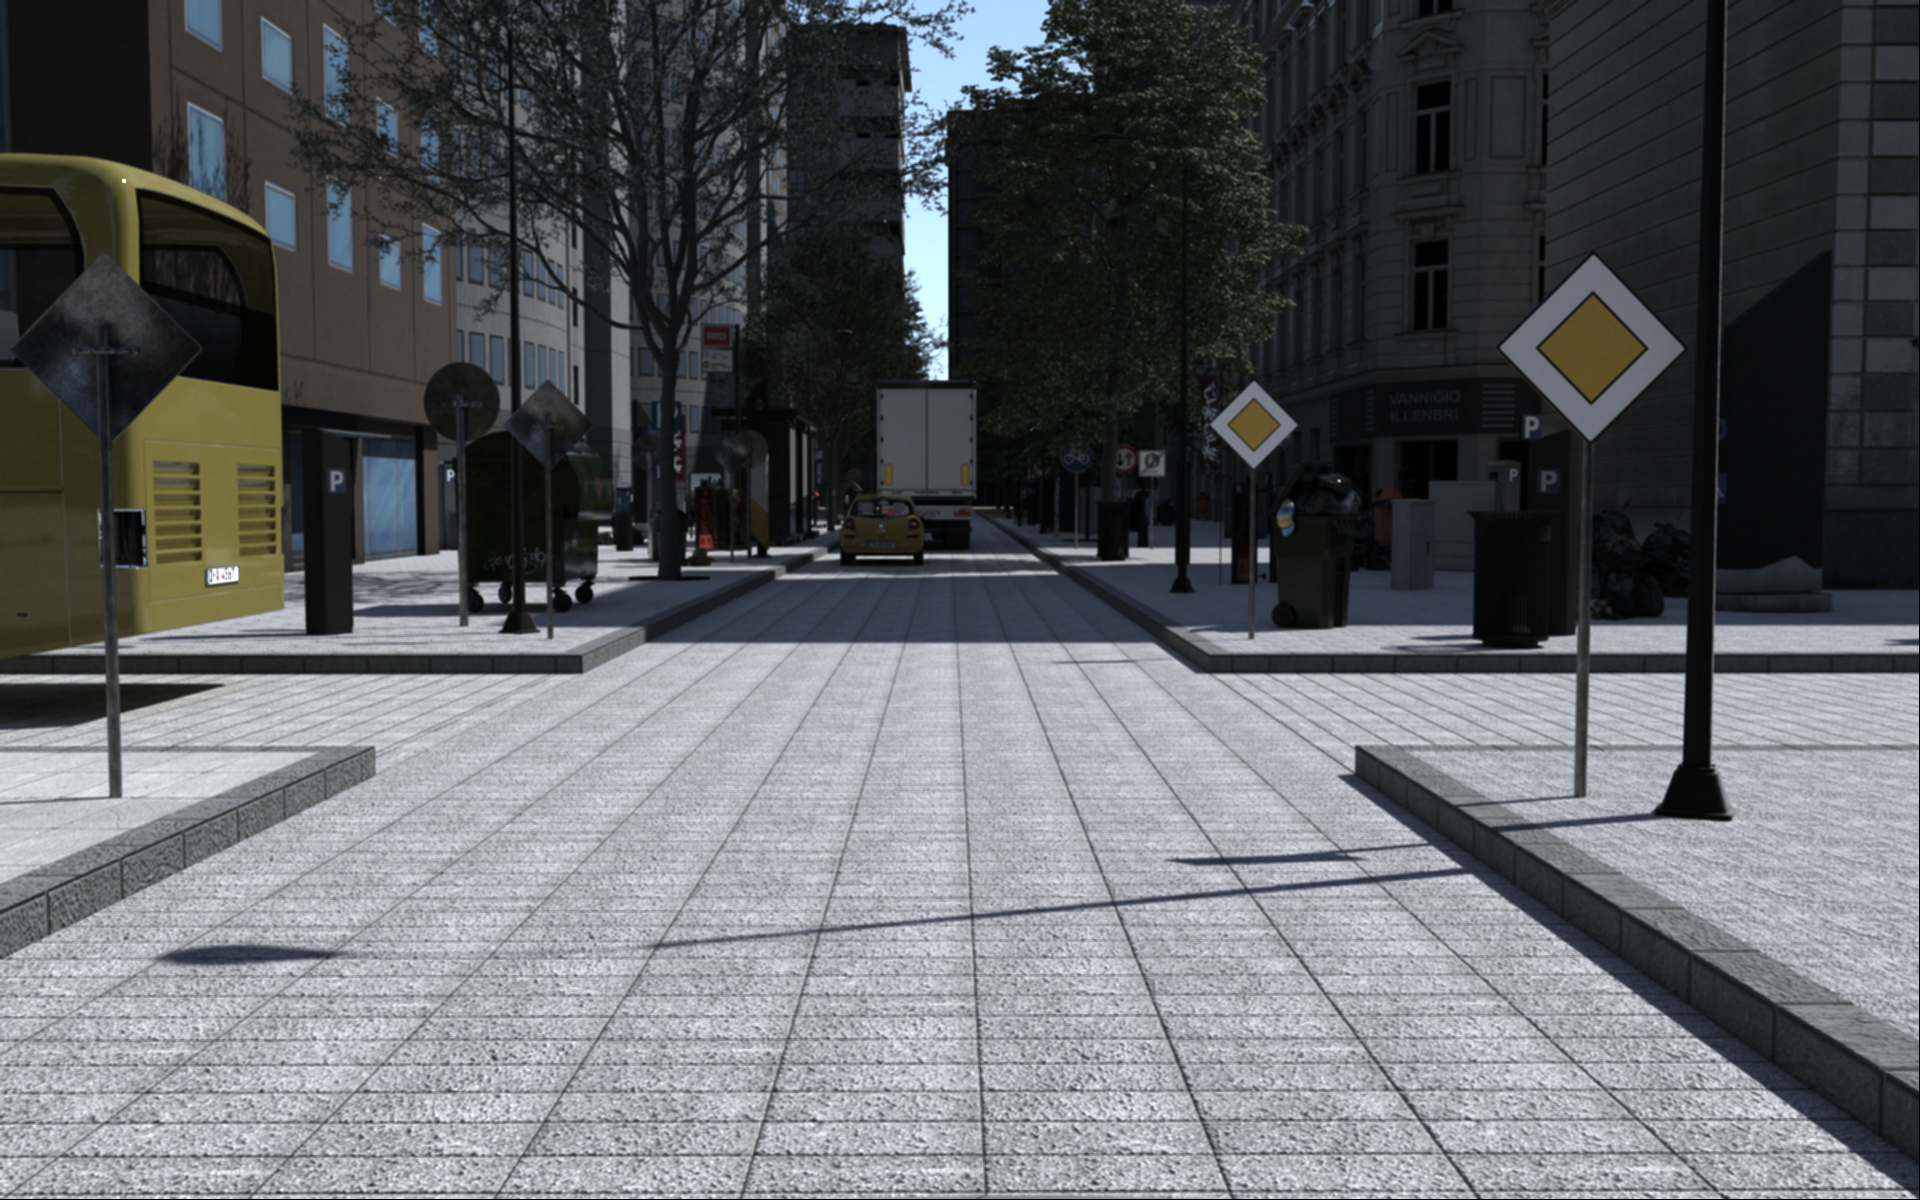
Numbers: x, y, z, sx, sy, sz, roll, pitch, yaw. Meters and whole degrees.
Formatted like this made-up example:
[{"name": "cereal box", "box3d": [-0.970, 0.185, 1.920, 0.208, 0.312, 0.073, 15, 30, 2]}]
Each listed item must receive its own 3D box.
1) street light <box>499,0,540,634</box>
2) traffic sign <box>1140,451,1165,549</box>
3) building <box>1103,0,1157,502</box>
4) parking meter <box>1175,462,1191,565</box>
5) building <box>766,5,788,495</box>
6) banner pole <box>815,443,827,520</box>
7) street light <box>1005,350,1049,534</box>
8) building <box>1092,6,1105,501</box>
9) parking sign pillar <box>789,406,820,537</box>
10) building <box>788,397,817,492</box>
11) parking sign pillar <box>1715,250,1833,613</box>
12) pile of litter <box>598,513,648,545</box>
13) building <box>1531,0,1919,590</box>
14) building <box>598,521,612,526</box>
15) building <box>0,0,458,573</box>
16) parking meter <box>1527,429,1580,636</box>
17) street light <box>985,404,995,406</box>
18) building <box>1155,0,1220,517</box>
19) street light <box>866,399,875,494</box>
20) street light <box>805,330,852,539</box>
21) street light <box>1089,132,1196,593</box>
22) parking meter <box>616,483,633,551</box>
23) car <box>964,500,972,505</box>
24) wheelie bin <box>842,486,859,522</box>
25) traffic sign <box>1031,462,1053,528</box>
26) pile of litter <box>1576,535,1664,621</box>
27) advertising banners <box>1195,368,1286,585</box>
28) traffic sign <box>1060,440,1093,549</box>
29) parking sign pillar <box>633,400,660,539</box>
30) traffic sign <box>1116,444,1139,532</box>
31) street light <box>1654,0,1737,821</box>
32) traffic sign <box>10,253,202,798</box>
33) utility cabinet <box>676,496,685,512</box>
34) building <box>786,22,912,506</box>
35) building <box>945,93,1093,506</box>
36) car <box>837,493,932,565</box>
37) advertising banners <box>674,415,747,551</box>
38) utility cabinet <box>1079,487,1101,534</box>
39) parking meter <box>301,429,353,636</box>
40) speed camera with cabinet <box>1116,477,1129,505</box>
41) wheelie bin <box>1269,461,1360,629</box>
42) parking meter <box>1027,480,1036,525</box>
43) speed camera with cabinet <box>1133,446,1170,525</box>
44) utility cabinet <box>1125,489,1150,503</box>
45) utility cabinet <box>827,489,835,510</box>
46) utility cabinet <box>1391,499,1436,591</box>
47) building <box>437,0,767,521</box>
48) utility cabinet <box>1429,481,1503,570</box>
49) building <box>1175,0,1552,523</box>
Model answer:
[{"name": "street light", "box3d": [-3.540, -2.650, 15.863, 1.470, 5.913, 1.316, 0, 4, 0]}, {"name": "traffic sign", "box3d": [4.478, -2.343, 40.430, 0.606, 2.300, 0.079, 0, 4, 3]}, {"name": "building", "box3d": [21.385, -30.215, 117.721, 21.300, 48.544, 21.600, 0, 4, 0]}, {"name": "parking meter", "box3d": [4.070, -1.586, 31.635, 0.255, 1.863, 0.399, 0, 4, 5]}, {"name": "building", "box3d": [-20.134, -29.107, 126.005, 14.600, 45.320, 14.200, 0, 4, 0]}, {"name": "banner pole", "box3d": [-6.715, -5.764, 84.264, 0.863, 3.779, 0.401, 2, 4, 30]}, {"name": "street light", "box3d": [2.164, -5.094, 55.832, 1.470, 5.913, 1.316, 0, 4, 0]}, {"name": "building", "box3d": [21.423, -36.714, 142.277, 21.231, 58.520, 28.212, 0, 4, 0]}, {"name": "parking sign pillar", "box3d": [-4.985, -3.911, 52.416, 1.447, 3.967, 1.447, -2, 4, -26]}, {"name": "building", "box3d": [-28.563, -50.929, 145.355, 31.000, 86.520, 22.319, 0, 4, 0]}, {"name": "parking sign pillar", "box3d": [8.946, -1.882, 19.243, 1.447, 3.967, 1.447, -1, 4, -17]}, {"name": "pile of litter", "box3d": [-8.732, -1.829, 43.863, 1.719, 0.858, 1.176, -1, 4, -15]}, {"name": "building", "box3d": [23.645, -14.117, 28.082, 25.104, 27.353, 12.463, 0, 4, 0]}, {"name": "building", "box3d": [-24.338, -31.541, 57.691, 21.231, 58.520, 28.212, 0, 4, 0]}, {"name": "building", "box3d": [-17.658, -23.173, 28.984, 14.600, 45.320, 14.200, 0, 4, 0]}, {"name": "parking meter", "box3d": [5.407, -0.617, 15.798, 0.255, 1.863, 0.399, -3, 5, -43]}, {"name": "street light", "box3d": [1.982, -7.152, 89.477, 1.470, 5.913, 1.316, 0, 4, 0]}, {"name": "building", "box3d": [18.163, -25.457, 99.819, 14.154, 41.232, 14.086, 0, 4, 0]}, {"name": "street light", "box3d": [-3.899, -6.736, 82.675, 1.470, 5.913, 1.316, 0, 4, 0]}, {"name": "street light", "box3d": [-3.758, -4.693, 49.269, 1.470, 5.913, 1.316, 0, 4, 0]}, {"name": "street light", "box3d": [2.359, -3.051, 22.427, 1.470, 5.913, 1.316, 0, 4, 0]}, {"name": "parking meter", "box3d": [-7.571, -1.875, 39.068, 0.372, 1.533, 0.369, 0, 3, 0]}, {"name": "car", "box3d": [-0.243, -5.847, 105.827, 2.015, 1.641, 3.980, 0, 4, -1]}, {"name": "wheelie bin", "box3d": [-4.264, -3.663, 67.795, 0.693, 1.594, 0.980, 0, 4, 1]}, {"name": "traffic sign", "box3d": [2.696, -3.476, 56.935, 0.768, 2.556, 0.104, 0, 4, 2]}, {"name": "pile of litter", "box3d": [6.653, -0.255, 18.139, 1.719, 0.858, 1.176, -1, 4, -21]}, {"name": "advertising banners", "box3d": [4.082, -1.740, 24.641, 2.074, 3.025, 0.090, -3, 4, -36]}, {"name": "traffic sign", "box3d": [2.734, -2.480, 40.659, 0.768, 2.556, 0.104, 0, 4, 4]}, {"name": "parking sign pillar", "box3d": [-8.973, -3.773, 50.167, 1.447, 3.967, 1.447, 1, 4, 17]}, {"name": "traffic sign", "box3d": [4.196, -2.704, 44.318, 0.768, 2.556, 0.104, 0, 4, 3]}, {"name": "street light", "box3d": [2.419, -2.095, 6.790, 1.470, 5.913, 1.316, 0, 4, 0]}, {"name": "traffic sign", "box3d": [-3.567, -0.221, 7.262, 0.795, 2.450, 0.064, 0, 4, 0]}, {"name": "utility cabinet", "box3d": [-9.337, -2.744, 56.019, 1.020, 1.237, 0.306, 3, 5, 42]}, {"name": "building", "box3d": [-17.247, -37.108, 195.949, 27.495, 52.752, 28.713, 0, 4, 0]}, {"name": "building", "box3d": [11.137, -32.874, 192.108, 28.867, 44.769, 22.147, 0, 4, 0]}, {"name": "car", "box3d": [-1.599, -1.592, 36.247, 2.015, 1.641, 3.980, 0, 4, -1]}, {"name": "advertising banners", "box3d": [-5.665, -2.594, 38.604, 2.074, 3.025, 0.090, -3, 4, -38]}, {"name": "utility cabinet", "box3d": [4.178, -2.874, 55.671, 0.318, 1.500, 1.173, -1, 4, -17]}, {"name": "parking meter", "box3d": [-5.779, -0.620, 15.850, 0.255, 1.863, 0.399, 2, 4, 25]}, {"name": "speed camera with cabinet", "box3d": [8.837, -5.860, 90.154, 2.038, 3.252, 0.660, -3, 5, -44]}, {"name": "wheelie bin", "box3d": [3.442, -0.539, 16.716, 0.693, 1.594, 0.980, 3, 4, 38]}, {"name": "parking meter", "box3d": [2.940, -4.013, 71.323, 0.255, 1.863, 0.399, 2, 4, 32]}, {"name": "speed camera with cabinet", "box3d": [7.908, -4.721, 71.523, 0.660, 3.252, 2.038, -2, 4, -25]}, {"name": "utility cabinet", "box3d": [8.050, -4.290, 78.826, 1.173, 1.500, 0.318, 0, 4, -5]}, {"name": "utility cabinet", "box3d": [-5.491, -3.993, 73.962, 0.318, 1.500, 1.173, 0, 4, -2]}, {"name": "utility cabinet", "box3d": [6.146, -0.752, 23.459, 0.306, 1.237, 1.020, 2, 4, 32]}, {"name": "building", "box3d": [-23.601, -34.357, 103.739, 21.231, 58.520, 28.212, 0, 4, 0]}, {"name": "utility cabinet", "box3d": [8.419, -1.235, 28.873, 1.173, 1.500, 0.318, 3, 5, 42]}, {"name": "building", "box3d": [19.751, -17.857, 68.372, 17.030, 29.872, 44.131, 0, 4, 0]}]
